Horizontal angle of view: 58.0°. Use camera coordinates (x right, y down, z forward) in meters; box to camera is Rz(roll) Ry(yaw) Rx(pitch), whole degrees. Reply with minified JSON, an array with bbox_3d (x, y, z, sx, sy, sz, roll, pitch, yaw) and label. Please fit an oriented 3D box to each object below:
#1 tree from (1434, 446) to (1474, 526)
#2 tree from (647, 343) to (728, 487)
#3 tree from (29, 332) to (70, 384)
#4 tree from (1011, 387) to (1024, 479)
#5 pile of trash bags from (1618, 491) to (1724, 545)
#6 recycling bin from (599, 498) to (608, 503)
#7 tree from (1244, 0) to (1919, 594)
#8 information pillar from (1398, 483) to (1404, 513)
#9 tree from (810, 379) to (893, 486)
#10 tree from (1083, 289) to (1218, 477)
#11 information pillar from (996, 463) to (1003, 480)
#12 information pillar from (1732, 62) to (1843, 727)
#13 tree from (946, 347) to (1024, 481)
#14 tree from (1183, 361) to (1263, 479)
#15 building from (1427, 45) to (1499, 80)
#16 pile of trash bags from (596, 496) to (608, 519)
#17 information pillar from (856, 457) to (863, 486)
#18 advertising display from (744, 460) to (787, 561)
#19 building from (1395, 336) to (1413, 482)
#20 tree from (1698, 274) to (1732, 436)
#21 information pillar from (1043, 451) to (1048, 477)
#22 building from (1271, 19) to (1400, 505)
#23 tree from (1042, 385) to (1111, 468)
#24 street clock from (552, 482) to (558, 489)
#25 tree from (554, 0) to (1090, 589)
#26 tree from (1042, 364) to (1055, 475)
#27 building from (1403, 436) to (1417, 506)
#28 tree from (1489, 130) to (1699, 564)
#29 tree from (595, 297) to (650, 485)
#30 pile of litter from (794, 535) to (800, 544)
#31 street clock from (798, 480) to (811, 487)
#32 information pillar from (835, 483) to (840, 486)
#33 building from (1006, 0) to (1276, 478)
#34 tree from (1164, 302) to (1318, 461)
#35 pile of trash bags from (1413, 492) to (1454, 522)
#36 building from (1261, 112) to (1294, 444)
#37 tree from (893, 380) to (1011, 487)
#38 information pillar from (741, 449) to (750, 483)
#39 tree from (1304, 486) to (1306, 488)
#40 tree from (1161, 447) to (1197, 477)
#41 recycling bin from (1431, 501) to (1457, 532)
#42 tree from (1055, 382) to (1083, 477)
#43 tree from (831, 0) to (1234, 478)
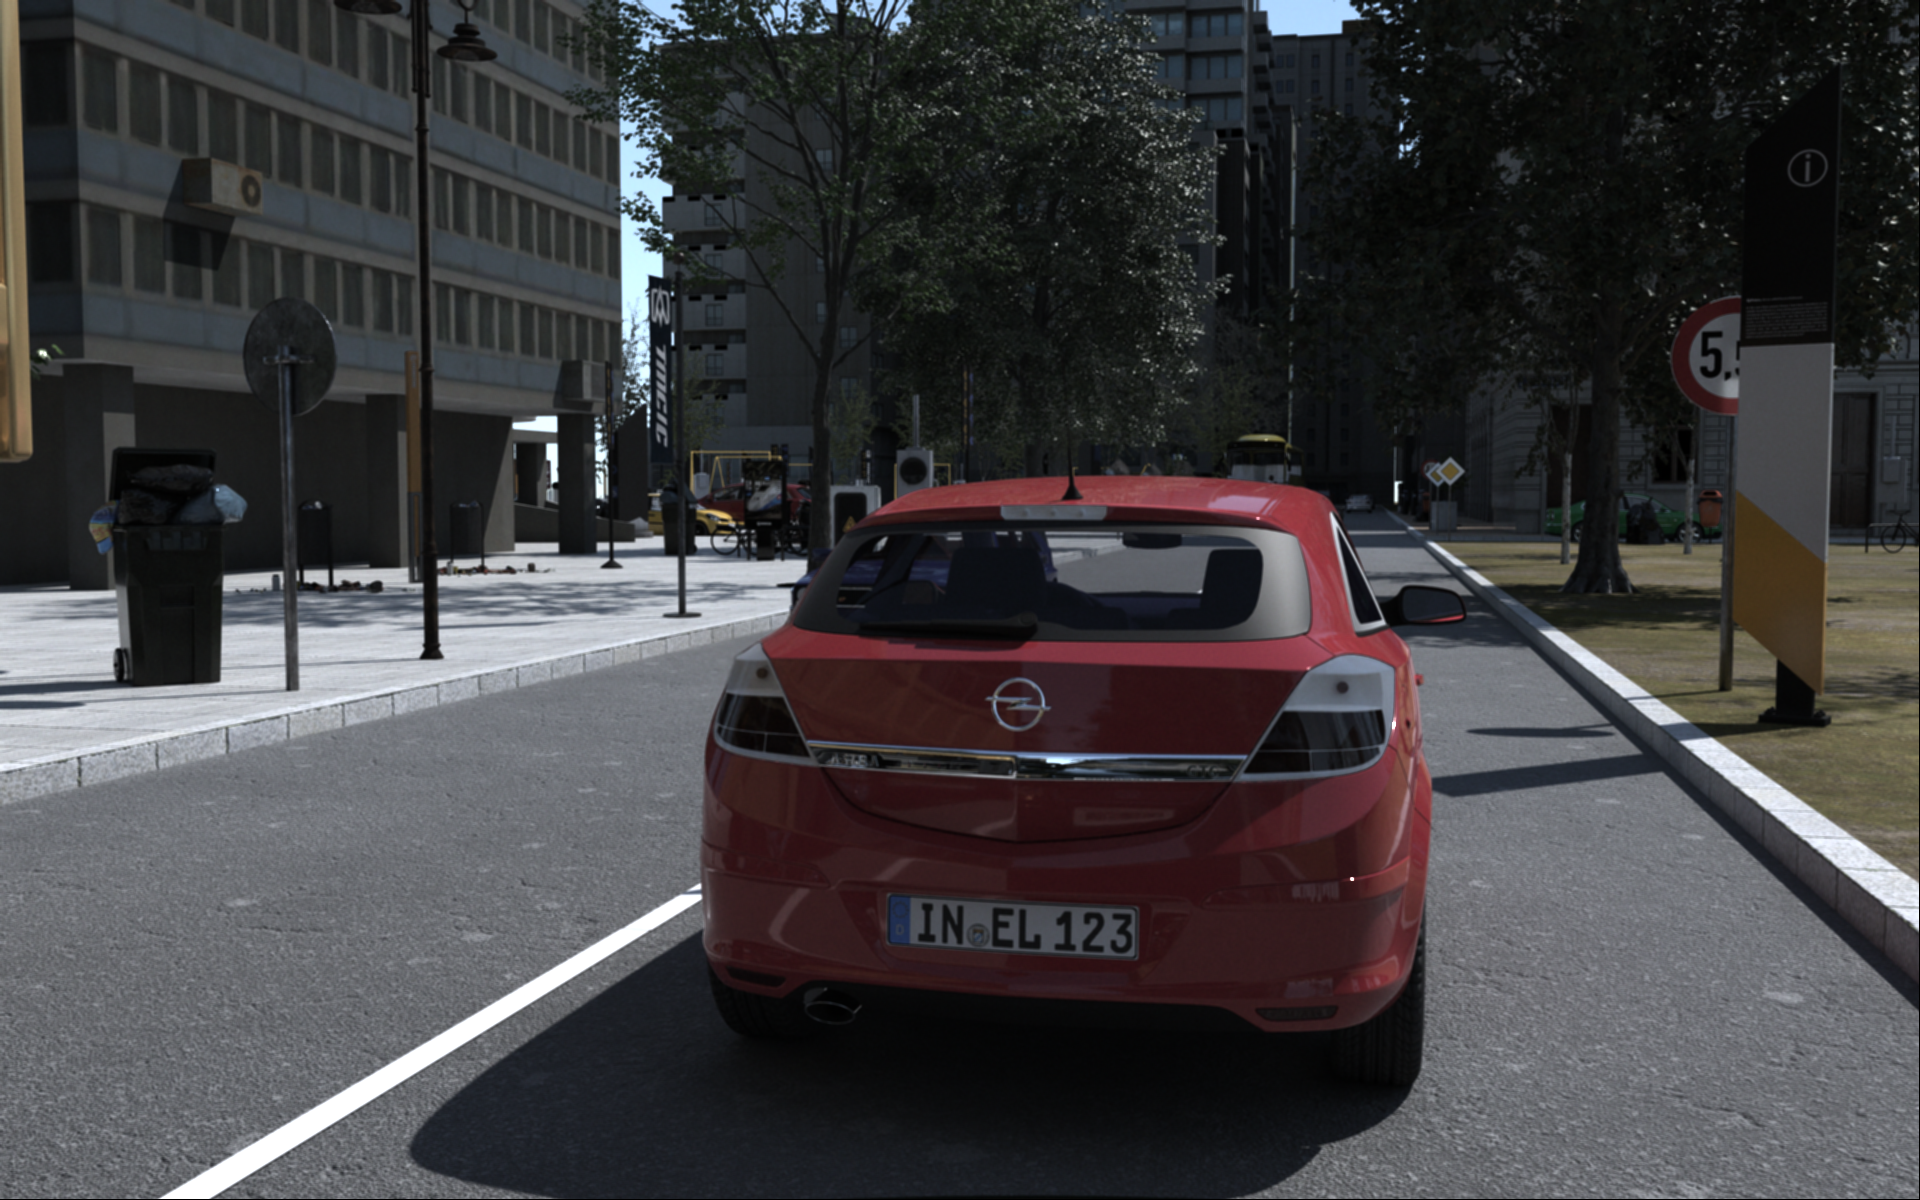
[{"bbox_3d":[19.671,-4.563,69.201,1.663,3.219,1.824,0,3,0],"label":"tree"},{"bbox_3d":[-13.667,-8.257,85.363,4.737,8.622,4.395,0,3,0],"label":"tree"},{"bbox_3d":[-6.406,-0.944,10.032,1.663,3.219,1.824,0,3,0],"label":"tree"},{"bbox_3d":[3.188,-9.777,110.208,4.737,8.622,4.395,0,3,0],"label":"tree"},{"bbox_3d":[17.714,-2.121,44.433,3.447,1.369,1.912,2,4,28],"label":"pile of trash bags"},{"bbox_3d":[-20.476,-5.277,98.831,0.722,1.027,0.722,3,5,44],"label":"recycling bin"},{"bbox_3d":[8.524,-6.445,22.382,9.611,12.733,9.660,0,3,0],"label":"tree"},{"bbox_3d":[29.459,-6.801,115.681,0.304,2.012,0.304,-1,4,-14],"label":"information pillar"},{"bbox_3d":[-7.173,-9.801,110.600,4.737,8.622,4.395,0,3,0],"label":"tree"},{"bbox_3d":[6.916,-6.813,61.760,4.360,8.622,3.978,0,3,0],"label":"tree"},{"bbox_3d":[2.917,-8.340,127.714,0.504,3.616,0.183,1,4,23],"label":"information pillar"},{"bbox_3d":[4.611,-1.119,9.644,0.504,3.616,0.183,3,4,36],"label":"information pillar"},{"bbox_3d":[1.120,-7.934,80.079,4.360,8.622,3.978,0,3,0],"label":"tree"},{"bbox_3d":[14.523,-8.854,95.128,4.737,8.622,4.395,0,3,0],"label":"tree"},{"bbox_3d":[42.710,-27.506,133.322,14.154,41.232,14.086,1,4,13],"label":"building"},{"bbox_3d":[-17.652,-4.664,86.013,3.447,1.369,1.912,-2,4,-26],"label":"pile of trash bags"},{"bbox_3d":[-5.718,-6.558,98.570,0.504,3.616,0.183,3,5,40],"label":"information pillar"},{"bbox_3d":[-3.756,-1.725,33.413,0.974,1.923,0.123,2,4,33],"label":"advertising display"},{"bbox_3d":[61.237,-32.446,214.089,14.086,41.232,14.154,1,4,13],"label":"building"},{"bbox_3d":[15.440,-5.300,37.015,4.360,8.622,3.978,0,3,0],"label":"tree"},{"bbox_3d":[4.624,-6.343,95.056,0.504,3.616,0.183,-3,4,-38],"label":"information pillar"},{"bbox_3d":[41.276,-41.533,221.071,28.212,58.520,21.231,1,4,13],"label":"building"},{"bbox_3d":[7.662,-9.544,106.404,4.737,8.622,4.395,0,3,0],"label":"tree"},{"bbox_3d":[-24.400,-6.121,104.645,0.471,2.002,0.358,-2,4,-26],"label":"street clock"},{"bbox_3d":[-1.797,-5.978,23.497,9.928,11.665,9.643,0,3,0],"label":"tree"},{"bbox_3d":[5.549,-8.629,91.454,4.360,8.622,3.978,0,3,0],"label":"tree"},{"bbox_3d":[58.447,-53.044,179.933,22.319,86.520,31.000,1,4,13],"label":"building"},{"bbox_3d":[10.889,-4.970,31.625,4.360,8.622,3.978,0,3,0],"label":"tree"},{"bbox_3d":[-12.820,-6.966,64.256,4.360,8.622,3.978,0,3,0],"label":"tree"},{"bbox_3d":[-3.911,-1.893,44.916,1.176,0.858,1.719,1,4,16],"label":"pile of litter"},{"bbox_3d":[-7.908,-5.059,87.284,0.471,2.002,0.358,1,4,11],"label":"street clock"},{"bbox_3d":[-8.374,-6.981,118.628,0.304,2.012,0.304,0,4,4],"label":"information pillar"},{"bbox_3d":[17.514,-33.104,160.859,23.786,49.044,30.456,1,4,13],"label":"building"},{"bbox_3d":[17.510,-12.264,110.890,12.009,13.543,11.850,0,3,0],"label":"tree"},{"bbox_3d":[21.703,-4.264,79.475,1.912,1.369,3.447,2,4,24],"label":"pile of trash bags"},{"bbox_3d":[27.384,-30.461,181.623,14.154,41.232,14.086,1,4,13],"label":"building"},{"bbox_3d":[-0.477,-9.102,99.175,4.737,8.622,4.395,0,3,0],"label":"tree"},{"bbox_3d":[-11.221,-6.069,90.577,0.504,3.616,0.183,-3,5,-40],"label":"information pillar"},{"bbox_3d":[40.075,-12.882,205.226,1.663,3.219,1.824,0,3,0],"label":"tree"},{"bbox_3d":[8.978,-4.686,71.225,1.663,3.219,1.824,0,3,0],"label":"tree"},{"bbox_3d":[16.541,-2.852,59.180,0.722,1.027,0.722,0,4,2],"label":"recycling bin"},{"bbox_3d":[7.245,-7.980,80.836,4.360,8.622,3.978,0,3,0],"label":"tree"},{"bbox_3d":[1.659,-8.203,40.780,9.857,13.997,8.962,0,3,0],"label":"tree"}]
